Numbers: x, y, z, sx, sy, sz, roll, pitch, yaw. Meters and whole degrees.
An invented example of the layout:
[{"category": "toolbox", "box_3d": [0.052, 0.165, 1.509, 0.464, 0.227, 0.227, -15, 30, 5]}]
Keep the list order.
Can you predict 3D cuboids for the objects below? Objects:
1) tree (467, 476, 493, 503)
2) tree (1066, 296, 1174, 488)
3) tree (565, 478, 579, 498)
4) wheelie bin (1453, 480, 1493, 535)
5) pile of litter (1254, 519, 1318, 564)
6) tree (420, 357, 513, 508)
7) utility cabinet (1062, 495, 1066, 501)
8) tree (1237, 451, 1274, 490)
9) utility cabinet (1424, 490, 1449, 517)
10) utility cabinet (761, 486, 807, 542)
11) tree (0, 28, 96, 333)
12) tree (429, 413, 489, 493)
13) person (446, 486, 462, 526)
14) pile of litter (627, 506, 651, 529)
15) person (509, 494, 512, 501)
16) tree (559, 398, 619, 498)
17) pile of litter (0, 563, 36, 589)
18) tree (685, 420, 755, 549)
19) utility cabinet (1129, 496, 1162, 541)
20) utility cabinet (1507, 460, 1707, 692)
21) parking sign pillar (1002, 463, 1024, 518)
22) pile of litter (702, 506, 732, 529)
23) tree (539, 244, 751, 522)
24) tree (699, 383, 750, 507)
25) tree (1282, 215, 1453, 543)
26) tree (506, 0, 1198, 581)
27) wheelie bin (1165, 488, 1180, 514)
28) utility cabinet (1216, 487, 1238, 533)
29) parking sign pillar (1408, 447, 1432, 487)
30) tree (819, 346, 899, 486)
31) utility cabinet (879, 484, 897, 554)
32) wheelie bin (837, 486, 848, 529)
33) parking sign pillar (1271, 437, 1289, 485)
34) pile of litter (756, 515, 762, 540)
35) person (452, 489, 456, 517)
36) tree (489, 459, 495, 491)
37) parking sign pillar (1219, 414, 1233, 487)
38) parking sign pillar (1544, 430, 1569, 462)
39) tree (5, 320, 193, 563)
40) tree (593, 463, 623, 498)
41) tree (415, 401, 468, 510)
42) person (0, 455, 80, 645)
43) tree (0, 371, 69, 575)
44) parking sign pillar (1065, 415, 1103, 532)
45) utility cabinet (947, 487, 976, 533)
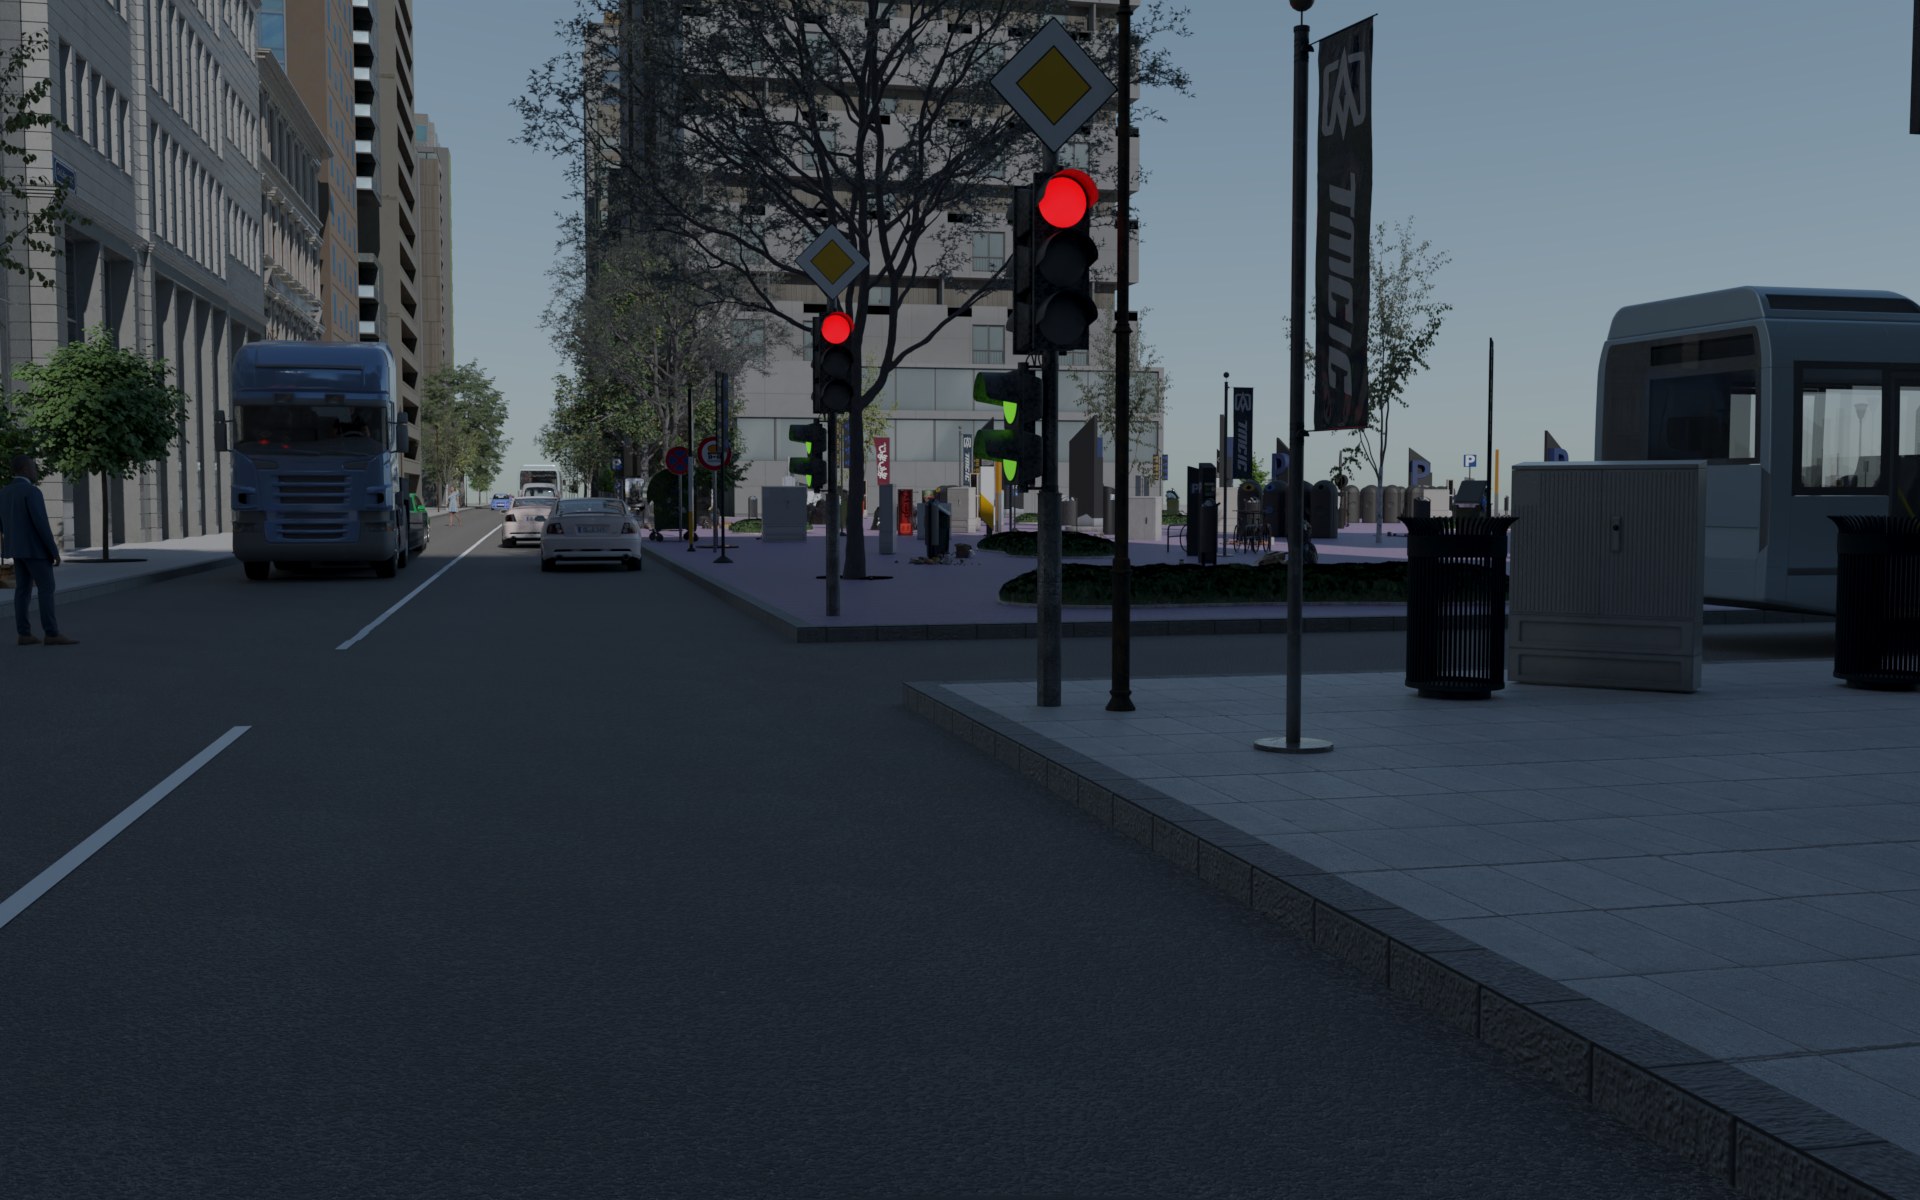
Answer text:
[{"category": "tree", "box_3d": [-67.369, -15.879, 243.328, 4.285, 4.588, 4.351, 0, 3, 0]}, {"category": "tree", "box_3d": [5.984, -6.947, 63.944, 4.360, 8.622, 3.978, 0, 3, 0]}, {"category": "tree", "box_3d": [-43.149, -12.188, 193.872, 1.663, 3.219, 1.824, 0, 3, 0]}, {"category": "wheelie bin", "box_3d": [11.695, -1.932, 39.504, 0.980, 1.594, 0.693, 3, 5, 45]}, {"category": "pile of litter", "box_3d": [5.615, -0.979, 29.972, 1.176, 0.858, 1.719, 3, 4, 38]}, {"category": "tree", "box_3d": [-46.332, -15.521, 160.420, 9.857, 13.997, 8.962, 0, 3, 0]}, {"category": "utility cabinet", "box_3d": [4.720, -4.417, 83.373, 0.306, 1.237, 1.020, 2, 4, 35]}, {"category": "tree", "box_3d": [13.200, -5.090, 77.820, 1.663, 3.219, 1.824, 0, 3, 0]}, {"category": "utility cabinet", "box_3d": [23.271, -4.644, 84.613, 1.173, 1.500, 0.318, 1, 4, 20]}, {"category": "utility cabinet", "box_3d": [-4.694, -2.298, 46.248, 1.173, 1.500, 0.318, -1, 4, -13]}, {"category": "tree", "box_3d": [-12.507, -4.253, 19.897, 4.737, 8.622, 4.395, 0, 3, 0]}, {"category": "tree", "box_3d": [-44.011, -12.273, 151.018, 4.737, 8.622, 4.395, 0, 3, 0]}, {"category": "person", "box_3d": [-22.542, -4.186, 77.039, 0.616, 1.811, 0.778, 2, 4, 24]}, {"category": "pile of litter", "box_3d": [-11.958, -3.060, 64.000, 1.176, 0.858, 1.719, -1, 4, -18]}, {"category": "person", "box_3d": [-40.938, -8.915, 157.492, 0.421, 1.427, 0.697, -2, 4, -34]}, {"category": "tree", "box_3d": [-26.921, -10.739, 125.938, 4.360, 8.622, 3.978, 0, 3, 0]}, {"category": "pile of litter", "box_3d": [-13.296, -0.618, 24.067, 1.176, 0.858, 1.719, 0, 4, -7]}, {"category": "tree", "box_3d": [-5.675, -2.855, 41.280, 1.663, 3.219, 1.824, 0, 3, 0]}, {"category": "utility cabinet", "box_3d": [5.122, -2.259, 48.093, 0.306, 1.237, 1.020, -3, 5, -43]}, {"category": "utility cabinet", "box_3d": [4.265, -0.170, 11.458, 1.173, 1.500, 0.318, 2, 4, 33]}, {"category": "parking sign pillar", "box_3d": [2.869, -6.464, 94.161, 1.447, 3.967, 1.447, -3, 5, -42]}, {"category": "pile of litter", "box_3d": [-8.876, -3.070, 64.161, 1.176, 0.858, 1.719, 3, 5, 41]}, {"category": "tree", "box_3d": [-14.237, -9.872, 78.422, 9.611, 12.733, 9.660, 0, 3, 0]}, {"category": "tree", "box_3d": [-12.747, -8.379, 87.365, 4.360, 8.622, 3.978, 0, 3, 0]}, {"category": "tree", "box_3d": [10.930, -5.836, 45.788, 4.360, 8.622, 3.978, 0, 3, 0]}, {"category": "tree", "box_3d": [-1.475, -7.062, 25.830, 12.009, 13.543, 11.850, 0, 3, 0]}, {"category": "wheelie bin", "box_3d": [10.456, -4.725, 85.158, 0.693, 1.594, 0.980, 1, 4, 13]}, {"category": "utility cabinet", "box_3d": [8.598, -2.964, 57.137, 1.173, 1.500, 0.318, 1, 4, 21]}, {"category": "parking sign pillar", "box_3d": [26.564, -6.820, 99.973, 1.447, 3.967, 1.447, 0, 4, -8]}, {"category": "tree", "box_3d": [-4.966, -8.338, 86.696, 4.737, 8.622, 4.395, 0, 3, 0]}, {"category": "utility cabinet", "box_3d": [-1.561, -1.747, 37.248, 0.318, 1.500, 1.173, 0, 4, 2]}, {"category": "wheelie bin", "box_3d": [-4.461, -3.441, 64.168, 0.693, 1.594, 0.980, -2, 4, -23]}, {"category": "parking sign pillar", "box_3d": [15.267, -5.710, 81.823, 1.447, 3.967, 1.447, -2, 4, -26]}, {"category": "pile of litter", "box_3d": [-5.127, -2.122, 48.654, 1.176, 0.858, 1.719, -1, 4, -13]}, {"category": "person", "box_3d": [-31.978, -6.185, 109.256, 0.705, 1.869, 1.348, -1, 4, -23]}, {"category": "tree", "box_3d": [-59.056, -16.056, 212.878, 4.737, 8.622, 4.395, 0, 3, 0]}, {"category": "parking sign pillar", "box_3d": [9.099, -4.324, 59.163, 1.447, 3.967, 1.447, 1, 4, 12]}, {"category": "parking sign pillar", "box_3d": [25.322, -5.202, 73.519, 1.447, 3.967, 1.447, -3, 4, -38]}, {"category": "tree", "box_3d": [-16.303, -2.998, 32.729, 4.285, 4.588, 4.351, 0, 3, 0]}, {"category": "tree", "box_3d": [-19.407, -6.207, 96.091, 1.663, 3.219, 1.824, 0, 3, 0]}, {"category": "tree", "box_3d": [-40.847, -11.438, 137.378, 4.360, 8.622, 3.978, 0, 3, 0]}, {"category": "person", "box_3d": [-8.826, -0.475, 16.453, 0.721, 1.800, 0.419, 1, 4, 16]}, {"category": "tree", "box_3d": [-15.042, -1.989, 27.116, 1.663, 3.219, 1.824, 0, 3, 0]}, {"category": "parking sign pillar", "box_3d": [4.319, -4.339, 59.412, 1.447, 3.967, 1.447, -3, 4, -38]}, {"category": "utility cabinet", "box_3d": [0.039, -2.963, 57.120, 0.318, 1.500, 1.173, -3, 4, -36]}]
